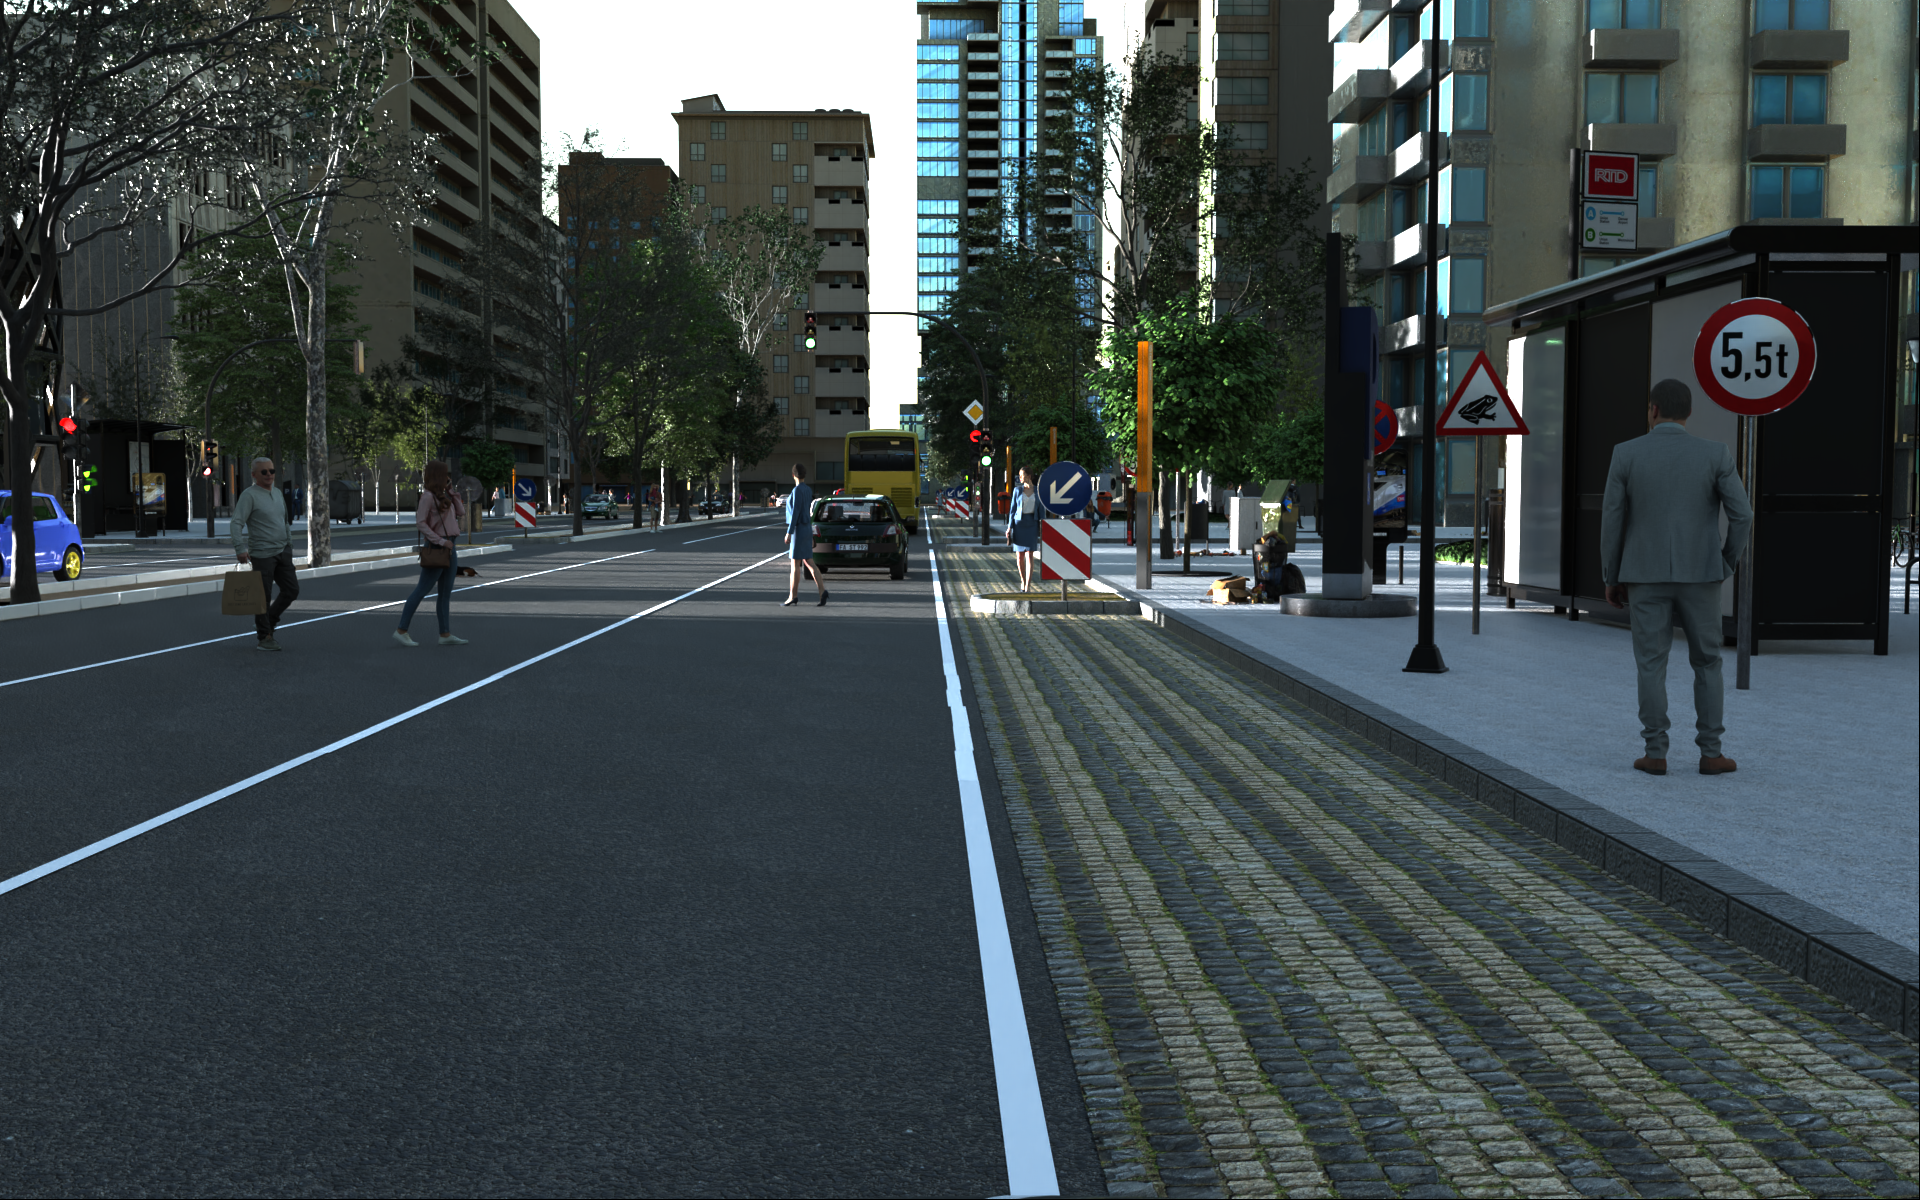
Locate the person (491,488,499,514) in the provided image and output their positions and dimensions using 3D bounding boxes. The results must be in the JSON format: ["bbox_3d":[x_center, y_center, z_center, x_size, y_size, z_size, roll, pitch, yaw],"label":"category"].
[{"bbox_3d":[-30.144,-6.449,112.156,0.598,1.740,0.731,1,4,9],"label":"person"}]

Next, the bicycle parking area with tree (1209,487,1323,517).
[{"bbox_3d":[17.639,-6.599,94.899,8.231,4.147,9.016,0,4,6],"label":"bicycle parking area with tree"}]

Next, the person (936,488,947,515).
[{"bbox_3d":[-1.286,-6.675,117.738,0.778,1.811,0.616,-1,4,-14],"label":"person"}]

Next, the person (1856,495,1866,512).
[{"bbox_3d":[23.015,-2.055,44.310,0.373,1.253,0.362,0,4,4],"label":"person"}]

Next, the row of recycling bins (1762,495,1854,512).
[{"bbox_3d":[20.174,-2.188,42.882,3.534,1.692,1.069,1,4,16],"label":"row of recycling bins"}]

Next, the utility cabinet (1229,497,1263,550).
[{"bbox_3d":[6.655,-1.773,40.155,0.306,1.237,1.020,3,5,45],"label":"utility cabinet"}]

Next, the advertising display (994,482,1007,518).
[{"bbox_3d":[2.229,-5.402,93.535,0.123,1.923,0.974,-3,5,-44],"label":"advertising display"}]

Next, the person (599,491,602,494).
[{"bbox_3d":[-41.794,-11.860,201.424,0.593,1.643,0.415,-3,5,-40],"label":"person"}]

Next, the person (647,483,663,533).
[{"bbox_3d":[-11.308,-3.406,64.170,0.573,1.828,0.580,0,4,-1],"label":"person"}]

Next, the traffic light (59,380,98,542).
[{"bbox_3d":[-21.840,-3.297,42.834,0.839,4.253,0.868,0,4,-1],"label":"traffic light"}]

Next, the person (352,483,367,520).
[{"bbox_3d":[-29.835,-4.890,85.834,0.795,1.843,0.661,-3,5,-41],"label":"person"}]

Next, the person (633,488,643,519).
[{"bbox_3d":[-18.109,-5.429,97.523,0.793,1.790,0.793,2,4,24],"label":"person"}]

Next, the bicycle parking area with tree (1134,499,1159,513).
[{"bbox_3d":[15.356,-8.057,118.726,8.231,4.147,9.016,1,4,11],"label":"bicycle parking area with tree"}]

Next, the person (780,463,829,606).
[{"bbox_3d":[-1.995,-0.829,22.071,0.654,1.822,0.581,2,4,34],"label":"person"}]

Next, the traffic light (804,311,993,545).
[{"bbox_3d":[-1.474,-4.188,43.149,4.771,5.953,1.251,0,4,-1],"label":"traffic light"}]

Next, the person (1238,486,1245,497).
[{"bbox_3d":[16.171,-5.766,100.196,0.818,1.842,0.514,0,4,3],"label":"person"}]

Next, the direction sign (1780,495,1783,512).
[{"bbox_3d":[19.663,-3.022,41.408,0.876,3.537,0.379,-1,4,-13],"label":"direction sign"}]

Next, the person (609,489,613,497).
[{"bbox_3d":[-21.558,-5.992,107.212,0.466,1.731,0.760,3,5,44],"label":"person"}]

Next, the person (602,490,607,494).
[{"bbox_3d":[-39.945,-11.498,194.696,0.621,1.740,0.551,3,4,38],"label":"person"}]

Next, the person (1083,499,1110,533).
[{"bbox_3d":[4.470,-2.818,57.613,1.012,1.151,0.738,-1,4,-12],"label":"person"}]

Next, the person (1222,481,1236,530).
[{"bbox_3d":[9.635,-3.356,61.672,0.466,1.731,0.760,-2,4,-24],"label":"person"}]

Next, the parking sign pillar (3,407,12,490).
[{"bbox_3d":[-29.619,-4.022,54.228,1.447,3.967,1.447,-2,4,-35],"label":"parking sign pillar"}]

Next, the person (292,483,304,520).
[{"bbox_3d":[-32.520,-4.810,84.864,0.721,1.800,0.419,0,4,6],"label":"person"}]

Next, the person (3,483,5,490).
[{"bbox_3d":[-36.775,-3.688,66.766,0.576,1.772,0.534,2,4,27],"label":"person"}]

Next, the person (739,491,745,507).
[{"bbox_3d":[-23.613,-10.894,187.301,1.217,1.739,0.721,-2,4,-34],"label":"person"}]

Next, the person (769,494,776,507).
[{"bbox_3d":[-20.290,-10.768,187.747,0.628,1.438,0.799,3,4,38],"label":"person"}]

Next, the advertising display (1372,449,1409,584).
[{"bbox_3d":[5.867,-1.184,24.572,0.974,1.923,0.123,0,4,-8],"label":"advertising display"}]

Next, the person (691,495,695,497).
[{"bbox_3d":[-28.484,-10.856,184.354,0.721,1.723,1.217,-2,4,-34],"label":"person"}]

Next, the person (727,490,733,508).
[{"bbox_3d":[-23.455,-10.270,176.278,0.709,1.838,0.599,2,4,34],"label":"person"}]

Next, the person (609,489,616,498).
[{"bbox_3d":[-23.736,-6.705,118.306,0.466,1.800,0.511,-1,4,-11],"label":"person"}]

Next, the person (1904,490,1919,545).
[{"bbox_3d":[23.563,-2.176,42.372,0.760,1.731,0.466,0,4,4],"label":"person"}]

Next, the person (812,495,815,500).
[{"bbox_3d":[-11.309,-7.380,128.786,1.348,1.869,0.705,-2,4,-32],"label":"person"}]

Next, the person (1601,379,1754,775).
[{"bbox_3d":[3.282,-0.111,7.961,0.635,1.810,0.391,1,4,13],"label":"person"}]

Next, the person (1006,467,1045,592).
[{"bbox_3d":[0.978,-1.008,24.998,0.581,1.822,0.654,1,4,16],"label":"person"}]

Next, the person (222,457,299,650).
[{"bbox_3d":[-6.414,-0.417,15.798,0.515,1.767,0.782,1,4,18],"label":"person"}]

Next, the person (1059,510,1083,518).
[{"bbox_3d":[3.292,-2.762,51.549,0.694,1.780,0.624,-2,4,-27],"label":"person"}]

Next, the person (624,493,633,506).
[{"bbox_3d":[-36.279,-11.044,189.837,0.991,1.433,0.599,-1,4,-9],"label":"person"}]

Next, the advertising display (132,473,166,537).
[{"bbox_3d":[-24.486,-2.882,52.333,0.123,1.923,0.974,3,4,37],"label":"advertising display"}]

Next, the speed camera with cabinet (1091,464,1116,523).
[{"bbox_3d":[6.234,-5.015,76.323,0.660,3.252,2.038,2,4,28],"label":"speed camera with cabinet"}]

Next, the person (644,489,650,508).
[{"bbox_3d":[-29.927,-9.712,165.510,0.721,1.739,1.217,2,4,32],"label":"person"}]

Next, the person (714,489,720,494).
[{"bbox_3d":[-27.329,-11.531,194.571,1.348,1.824,0.705,-1,4,-20],"label":"person"}]

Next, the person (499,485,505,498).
[{"bbox_3d":[-27.106,-5.895,102.288,0.748,1.841,0.638,-2,4,-26],"label":"person"}]

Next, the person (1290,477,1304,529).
[{"bbox_3d":[12.449,-3.611,64.448,0.648,1.900,0.474,3,4,36],"label":"person"}]

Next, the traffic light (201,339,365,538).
[{"bbox_3d":[-19.924,-4.662,50.897,4.771,5.953,1.251,0,4,-1],"label":"traffic light"}]

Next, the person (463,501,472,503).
[{"bbox_3d":[-20.701,-3.935,73.016,0.526,1.800,0.537,-3,5,-44],"label":"person"}]

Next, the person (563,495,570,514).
[{"bbox_3d":[-25.517,-6.214,112.329,0.352,1.250,0.332,-3,5,-43],"label":"person"}]

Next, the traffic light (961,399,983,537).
[{"bbox_3d":[0.442,-3.816,51.319,0.839,4.253,0.868,0,4,-1],"label":"traffic light"}]

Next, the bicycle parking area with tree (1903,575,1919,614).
[{"bbox_3d":[14.802,-1.944,18.791,8.231,4.147,9.016,-2,4,-34],"label":"bicycle parking area with tree"}]

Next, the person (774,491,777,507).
[{"bbox_3d":[-21.106,-11.490,197.145,0.721,1.735,1.217,0,4,-3],"label":"person"}]

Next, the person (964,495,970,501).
[{"bbox_3d":[0.477,-8.792,150.324,0.617,1.759,0.750,1,4,13],"label":"person"}]

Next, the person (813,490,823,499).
[{"bbox_3d":[-14.668,-10.368,178.021,1.348,1.824,0.705,-1,4,-13],"label":"person"}]

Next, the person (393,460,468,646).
[{"bbox_3d":[-5.026,-0.447,16.407,0.643,1.750,0.593,0,4,4],"label":"person"}]
